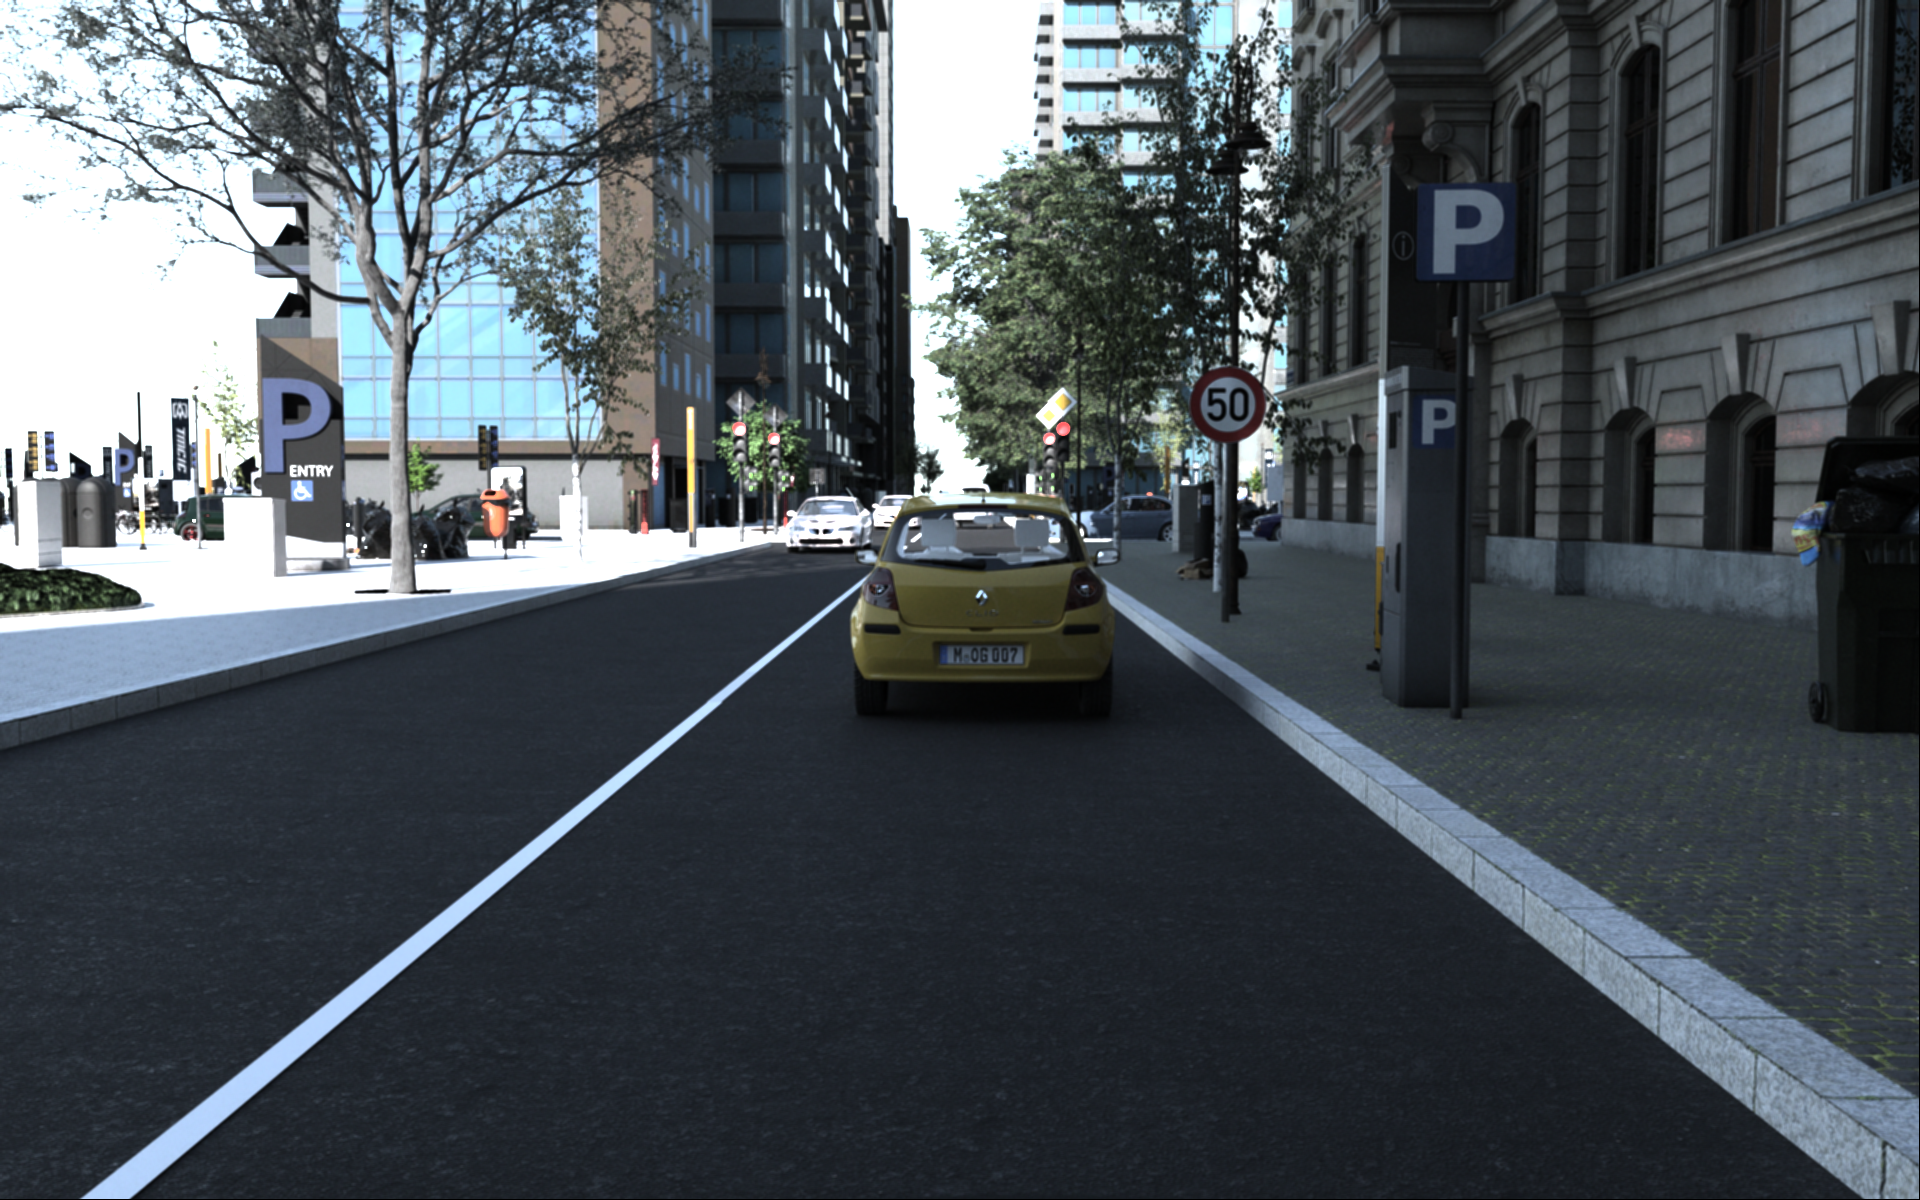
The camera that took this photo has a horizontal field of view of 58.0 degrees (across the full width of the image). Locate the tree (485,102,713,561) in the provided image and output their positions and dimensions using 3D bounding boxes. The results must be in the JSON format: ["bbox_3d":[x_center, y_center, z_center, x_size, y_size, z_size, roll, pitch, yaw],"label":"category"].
[{"bbox_3d":[-7.086,-5.037,32.714,4.360,8.622,3.978,0,3,0],"label":"tree"}]

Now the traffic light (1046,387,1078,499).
[{"bbox_3d":[2.675,-3.460,45.493,0.839,4.253,0.868,0,4,0],"label":"traffic light"}]

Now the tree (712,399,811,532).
[{"bbox_3d":[-6.813,-4.647,59.696,4.285,4.588,4.351,0,3,0],"label":"tree"}]

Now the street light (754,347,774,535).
[{"bbox_3d":[-6.147,-4.994,54.436,0.468,5.910,1.993,0,4,0],"label":"street light"}]

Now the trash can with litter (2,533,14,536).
[{"bbox_3d":[-28.617,-2.635,54.136,2.233,1.210,1.678,-1,4,-21],"label":"trash can with litter"}]

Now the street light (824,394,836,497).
[{"bbox_3d":[-6.034,-6.575,80.290,0.468,5.910,1.993,0,4,0],"label":"street light"}]

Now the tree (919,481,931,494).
[{"bbox_3d":[-5.367,-15.878,254.201,1.663,3.219,1.824,0,3,0],"label":"tree"}]

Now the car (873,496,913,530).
[{"bbox_3d":[-2.523,-3.605,71.298,2.083,1.381,4.827,0,4,1],"label":"car"}]

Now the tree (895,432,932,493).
[{"bbox_3d":[-6.097,-15.586,205.195,4.737,8.622,4.395,0,3,0],"label":"tree"}]

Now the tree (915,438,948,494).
[{"bbox_3d":[-5.566,-21.557,286.871,8.767,10.594,7.601,3,4,36],"label":"tree"}]

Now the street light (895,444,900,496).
[{"bbox_3d":[-5.591,-11.220,156.235,0.468,5.910,1.993,0,4,0],"label":"street light"}]

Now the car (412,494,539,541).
[{"bbox_3d":[-14.446,-2.495,50.575,4.222,1.686,2.009,0,4,2],"label":"car"}]

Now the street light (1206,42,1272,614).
[{"bbox_3d":[2.920,-2.787,18.354,0.468,5.910,1.993,0,4,0],"label":"street light"}]

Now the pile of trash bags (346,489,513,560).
[{"bbox_3d":[-10.233,-1.493,34.160,3.447,1.369,1.912,2,4,26],"label":"pile of trash bags"}]

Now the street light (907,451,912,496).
[{"bbox_3d":[-5.331,-12.801,182.088,0.468,5.910,1.993,0,4,0],"label":"street light"}]

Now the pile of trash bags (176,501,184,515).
[{"bbox_3d":[-41.675,-4.883,89.592,3.447,1.369,1.912,1,4,10],"label":"pile of trash bags"}]

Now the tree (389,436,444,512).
[{"bbox_3d":[-18.169,-3.883,58.095,1.663,3.219,1.824,0,3,0],"label":"tree"}]

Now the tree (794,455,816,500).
[{"bbox_3d":[-7.022,-4.663,70.835,1.663,3.219,1.824,0,3,0],"label":"tree"}]

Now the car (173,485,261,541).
[{"bbox_3d":[-19.960,-2.390,48.863,4.222,1.686,2.009,0,4,-1],"label":"car"}]

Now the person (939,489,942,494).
[{"bbox_3d":[-1.610,-8.214,142.827,0.705,1.821,1.348,2,4,29],"label":"person"}]

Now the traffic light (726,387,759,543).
[{"bbox_3d":[-5.736,-3.462,45.528,0.839,4.253,0.868,0,4,0],"label":"traffic light"}]

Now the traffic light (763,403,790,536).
[{"bbox_3d":[-5.687,-3.951,53.513,0.839,4.253,0.868,0,4,0],"label":"traffic light"}]

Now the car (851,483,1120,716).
[{"bbox_3d":[0.191,-0.149,12.653,2.015,1.641,3.980,0,4,2],"label":"car"}]

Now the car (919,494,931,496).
[{"bbox_3d":[-2.325,-6.862,124.197,2.014,1.417,4.499,0,4,2],"label":"car"}]

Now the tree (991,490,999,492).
[{"bbox_3d":[4.411,-13.306,212.156,1.663,3.219,1.824,0,3,0],"label":"tree"}]

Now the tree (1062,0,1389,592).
[{"bbox_3d":[3.381,-4.398,22.271,4.360,8.622,3.978,0,3,0],"label":"tree"}]

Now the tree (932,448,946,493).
[{"bbox_3d":[-4.608,-19.482,268.885,4.737,8.622,4.395,0,3,0],"label":"tree"}]

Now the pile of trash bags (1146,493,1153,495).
[{"bbox_3d":[13.518,-6.718,119.596,1.912,1.369,3.447,-1,4,-13],"label":"pile of trash bags"}]

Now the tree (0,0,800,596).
[{"bbox_3d":[-7.260,-6.836,22.134,12.009,13.543,11.850,0,3,0],"label":"tree"}]

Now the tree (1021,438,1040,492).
[{"bbox_3d":[4.890,-11.071,131.372,4.360,8.622,3.978,0,3,0],"label":"tree"}]

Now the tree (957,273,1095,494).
[{"bbox_3d":[3.260,-10.221,85.233,7.486,12.596,7.792,0,3,0],"label":"tree"}]

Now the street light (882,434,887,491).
[{"bbox_3d":[-5.631,-9.639,130.380,0.468,5.910,1.993,0,4,0],"label":"street light"}]

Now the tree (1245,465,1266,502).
[{"bbox_3d":[19.030,-7.096,110.613,1.663,3.219,1.824,0,3,0],"label":"tree"}]

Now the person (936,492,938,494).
[{"bbox_3d":[-3.114,-14.208,241.516,0.721,1.736,1.217,2,4,33],"label":"person"}]

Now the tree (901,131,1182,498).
[{"bbox_3d":[3.132,-9.415,60.594,9.857,13.997,8.962,0,3,0],"label":"tree"}]

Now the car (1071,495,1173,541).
[{"bbox_3d":[4.741,-2.308,49.742,4.499,1.417,2.014,0,4,1],"label":"car"}]

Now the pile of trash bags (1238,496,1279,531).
[{"bbox_3d":[10.399,-3.159,61.405,1.912,1.369,3.447,-3,5,-40],"label":"pile of trash bags"}]

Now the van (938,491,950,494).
[{"bbox_3d":[-1.846,-12.027,203.656,2.013,2.044,4.112,0,4,-1],"label":"van"}]

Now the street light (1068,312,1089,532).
[{"bbox_3d":[3.036,-4.368,44.208,0.468,5.910,1.993,0,4,0],"label":"street light"}]

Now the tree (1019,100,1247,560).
[{"bbox_3d":[3.295,-5.079,33.402,4.737,8.622,4.395,0,3,0],"label":"tree"}]

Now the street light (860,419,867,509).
[{"bbox_3d":[-5.934,-8.199,106.835,0.468,5.910,1.993,0,4,0],"label":"street light"}]

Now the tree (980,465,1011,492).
[{"bbox_3d":[4.281,-12.894,194.522,4.285,4.588,4.351,0,3,0],"label":"tree"}]

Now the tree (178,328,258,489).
[{"bbox_3d":[-32.660,-7.795,77.804,4.737,8.622,4.395,0,3,0],"label":"tree"}]

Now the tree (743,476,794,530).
[{"bbox_3d":[-7.076,-4.152,62.488,1.663,3.219,1.824,0,3,0],"label":"tree"}]

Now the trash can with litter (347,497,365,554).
[{"bbox_3d":[-13.041,-1.650,38.042,1.678,1.210,2.233,-1,4,-13],"label":"trash can with litter"}]

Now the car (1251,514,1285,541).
[{"bbox_3d":[10.277,-2.240,49.209,3.894,1.354,1.945,0,4,2],"label":"car"}]

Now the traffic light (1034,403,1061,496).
[{"bbox_3d":[2.724,-3.948,53.478,0.839,4.253,0.868,0,4,0],"label":"traffic light"}]

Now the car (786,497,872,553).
[{"bbox_3d":[-3.264,-1.925,43.842,2.083,1.381,4.827,0,4,2],"label":"car"}]

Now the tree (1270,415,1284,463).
[{"bbox_3d":[23.947,-10.570,123.183,4.737,8.622,4.395,0,3,0],"label":"tree"}]

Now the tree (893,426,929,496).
[{"bbox_3d":[-5.361,-14.518,187.739,4.360,8.622,3.978,0,3,0],"label":"tree"}]

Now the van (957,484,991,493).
[{"bbox_3d":[0.617,-4.012,72.605,2.013,2.044,4.112,0,4,2],"label":"van"}]

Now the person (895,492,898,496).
[{"bbox_3d":[-7.715,-12.123,207.438,1.217,1.736,0.721,0,4,1],"label":"person"}]
